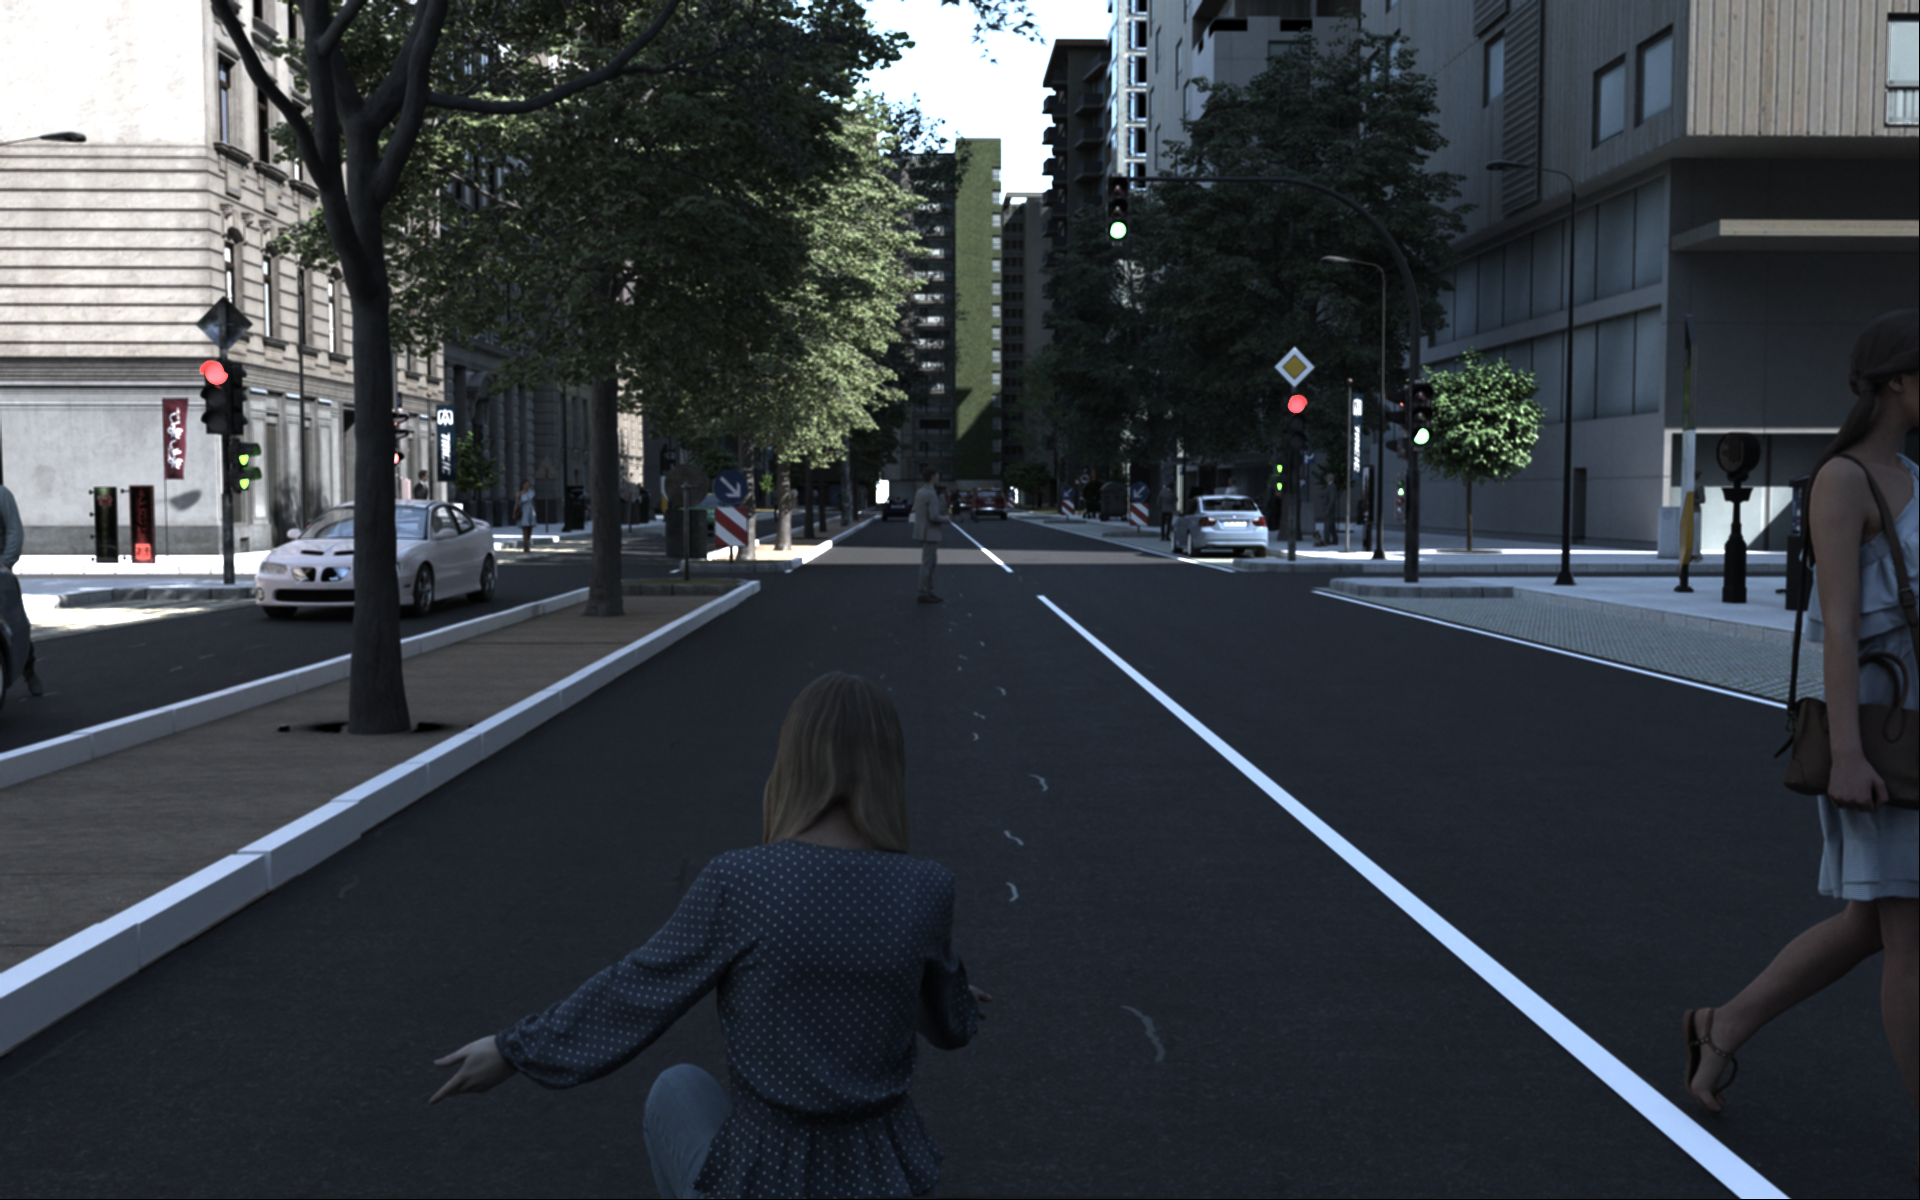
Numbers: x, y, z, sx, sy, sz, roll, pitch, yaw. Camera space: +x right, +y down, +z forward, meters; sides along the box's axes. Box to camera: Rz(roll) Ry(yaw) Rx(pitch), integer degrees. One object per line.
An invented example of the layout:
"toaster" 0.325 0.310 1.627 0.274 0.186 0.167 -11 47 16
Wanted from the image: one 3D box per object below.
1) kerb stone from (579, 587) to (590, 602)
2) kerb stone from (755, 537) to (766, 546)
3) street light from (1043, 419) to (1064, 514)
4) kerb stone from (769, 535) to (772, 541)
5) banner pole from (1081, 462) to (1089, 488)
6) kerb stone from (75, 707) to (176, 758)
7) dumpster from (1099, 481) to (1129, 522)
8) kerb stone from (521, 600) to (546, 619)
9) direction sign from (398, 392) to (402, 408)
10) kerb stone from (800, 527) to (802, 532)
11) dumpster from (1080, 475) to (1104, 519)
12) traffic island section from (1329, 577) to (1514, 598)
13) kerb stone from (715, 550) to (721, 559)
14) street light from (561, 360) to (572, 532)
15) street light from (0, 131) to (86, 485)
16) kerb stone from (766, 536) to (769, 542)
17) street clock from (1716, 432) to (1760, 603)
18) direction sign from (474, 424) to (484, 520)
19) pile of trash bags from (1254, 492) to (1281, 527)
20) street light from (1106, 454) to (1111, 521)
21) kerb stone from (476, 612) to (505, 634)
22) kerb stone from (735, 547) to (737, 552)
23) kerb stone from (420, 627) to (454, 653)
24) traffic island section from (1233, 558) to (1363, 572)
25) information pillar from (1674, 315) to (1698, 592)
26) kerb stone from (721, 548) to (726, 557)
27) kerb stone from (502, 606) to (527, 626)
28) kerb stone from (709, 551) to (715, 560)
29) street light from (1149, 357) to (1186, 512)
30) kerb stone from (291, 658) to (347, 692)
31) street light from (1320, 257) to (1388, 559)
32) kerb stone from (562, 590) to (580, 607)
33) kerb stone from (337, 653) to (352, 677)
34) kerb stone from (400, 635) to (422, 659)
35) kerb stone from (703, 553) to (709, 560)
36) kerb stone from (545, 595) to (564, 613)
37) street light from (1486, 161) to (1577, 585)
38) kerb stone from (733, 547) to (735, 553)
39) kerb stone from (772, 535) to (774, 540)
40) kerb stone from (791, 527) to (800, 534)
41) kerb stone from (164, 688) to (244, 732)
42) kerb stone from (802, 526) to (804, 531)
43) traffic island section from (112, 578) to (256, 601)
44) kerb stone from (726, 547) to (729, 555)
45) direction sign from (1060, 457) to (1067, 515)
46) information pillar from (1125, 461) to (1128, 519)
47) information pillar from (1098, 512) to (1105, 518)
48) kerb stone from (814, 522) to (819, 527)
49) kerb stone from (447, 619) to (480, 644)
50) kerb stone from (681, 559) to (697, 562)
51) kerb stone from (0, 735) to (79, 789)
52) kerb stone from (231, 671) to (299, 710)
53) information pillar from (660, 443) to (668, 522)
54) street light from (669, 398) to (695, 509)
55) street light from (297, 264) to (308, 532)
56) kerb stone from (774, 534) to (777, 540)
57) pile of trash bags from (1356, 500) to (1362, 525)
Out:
"kerb stone" -5.058 -0.056 23.117 0.120 0.150 1.000 0 4 -1
"kerb stone" -5.710 -1.648 49.303 0.120 0.150 1.000 0 4 -1
"street light" 5.886 -8.276 107.851 1.470 5.913 1.316 0 4 -1
"kerb stone" -5.762 -1.781 51.348 0.120 0.150 1.000 0 4 -1
"banner pole" 7.657 -6.952 103.674 0.863 3.779 0.401 1 4 18
"kerb stone" -4.733 0.758 9.808 0.120 0.150 1.000 0 4 -1
"dumpster" 7.156 -4.552 80.190 1.264 1.857 1.865 0 4 -1
"kerb stone" -4.994 0.131 20.048 0.120 0.150 1.000 0 4 -1
"direction sign" -12.823 -2.844 38.495 0.876 3.537 0.379 0 4 -2
"kerb stone" -6.081 -2.599 64.685 0.120 0.150 1.000 0 4 -1
"dumpster" 7.058 -5.363 90.170 1.502 2.255 1.985 0 4 -1
"traffic island section" 6.570 -0.177 25.179 2.009 0.180 2.903 0 4 -1
"kerb stone" -5.429 -0.967 38.017 0.120 0.150 1.000 0 4 -1
"street light" -12.733 -5.240 58.222 1.470 5.913 1.316 0 4 -1
"street light" -11.897 -3.045 22.331 1.470 5.913 1.316 0 4 -1
"kerb stone" -5.739 -1.720 50.324 0.120 0.150 1.000 0 4 -1
"street clock" 9.141 -0.967 20.388 0.358 2.002 0.471 -1 4 -17
"direction sign" -15.638 -3.938 56.375 0.379 3.537 0.876 0 4 1
"pile of trash bags" 11.849 -3.569 68.100 1.912 1.369 3.447 -1 4 -12
"street light" 6.554 -6.773 83.277 1.470 5.913 1.316 0 4 -1
"kerb stone" -4.935 0.256 18.004 0.120 0.150 1.000 0 4 -1
"kerb stone" -5.532 -1.218 42.126 0.120 0.150 1.000 0 4 -1
"kerb stone" -4.881 0.383 15.958 0.120 0.150 1.000 0 4 -1
"traffic island section" 6.373 -0.665 33.162 2.009 0.180 2.903 0 4 -1
"information pillar" 9.492 -1.909 22.569 0.183 3.616 0.504 1 4 14
"kerb stone" -5.457 -1.031 39.046 0.120 0.150 1.000 0 4 -1
"kerb stone" -4.959 0.198 19.026 0.120 0.150 1.000 0 4 -1
"kerb stone" -5.407 -0.901 36.993 0.120 0.150 1.000 0 4 -1
"street light" 7.107 -5.286 58.972 1.470 5.913 1.316 0 4 -1
"kerb stone" -4.809 0.570 12.887 0.120 0.150 1.000 0 4 -1
"street light" 7.746 -3.762 34.044 1.470 5.913 1.316 0 4 -1
"kerb stone" -5.034 0.009 22.091 0.120 0.150 1.000 0 4 -1
"kerb stone" -4.838 0.507 13.910 0.120 0.150 1.000 0 4 -1
"kerb stone" -4.863 0.444 14.936 0.120 0.150 1.000 0 4 -1
"kerb stone" -5.385 -0.842 35.966 0.120 0.150 1.000 0 4 -1
"kerb stone" -5.008 0.073 21.070 0.120 0.150 1.000 0 4 -1
"street light" 8.020 -3.166 24.309 1.470 5.913 1.316 0 4 -1
"kerb stone" -5.506 -1.156 41.104 0.120 0.150 1.000 0 4 -1
"kerb stone" -5.788 -1.844 52.370 0.120 0.150 1.000 0 4 -1
"kerb stone" -6.064 -2.536 63.654 0.120 0.150 1.000 0 4 -1
"kerb stone" -4.753 0.695 10.830 0.120 0.150 1.000 0 4 -1
"kerb stone" -6.119 -2.661 65.707 0.120 0.150 1.000 0 4 -1
"traffic island section" -10.466 -0.152 24.765 2.009 0.180 2.903 0 4 -1
"kerb stone" -5.479 -1.092 40.082 0.120 0.150 1.000 0 4 -1
"direction sign" 6.282 -6.936 105.399 0.379 3.537 0.876 -1 4 -21
"information pillar" 8.491 -5.949 88.613 0.183 3.616 0.504 0 4 4
"information pillar" 7.573 -5.390 92.620 0.304 2.012 0.304 -1 4 -15
"kerb stone" -6.418 -3.408 78.010 0.120 0.150 1.000 0 4 -1
"kerb stone" -4.914 0.319 16.979 0.120 0.150 1.000 0 4 -1
"kerb stone" -5.329 -0.717 33.918 0.120 0.150 1.000 0 4 -1
"kerb stone" -4.704 0.825 8.784 0.120 0.150 1.000 0 4 -1
"kerb stone" -4.785 0.632 11.860 0.120 0.150 1.000 0 4 -1
"information pillar" -13.572 -5.389 79.462 0.183 3.616 0.504 1 4 21
"street light" -13.270 -6.727 82.528 1.470 5.913 1.316 0 4 -1
"street light" -12.095 -3.714 33.273 1.470 5.913 1.316 0 4 -1
"kerb stone" -5.818 -1.908 53.392 0.120 0.150 1.000 0 4 -1
"pile of trash bags" 17.817 -3.892 73.380 1.912 1.369 3.447 1 4 19
